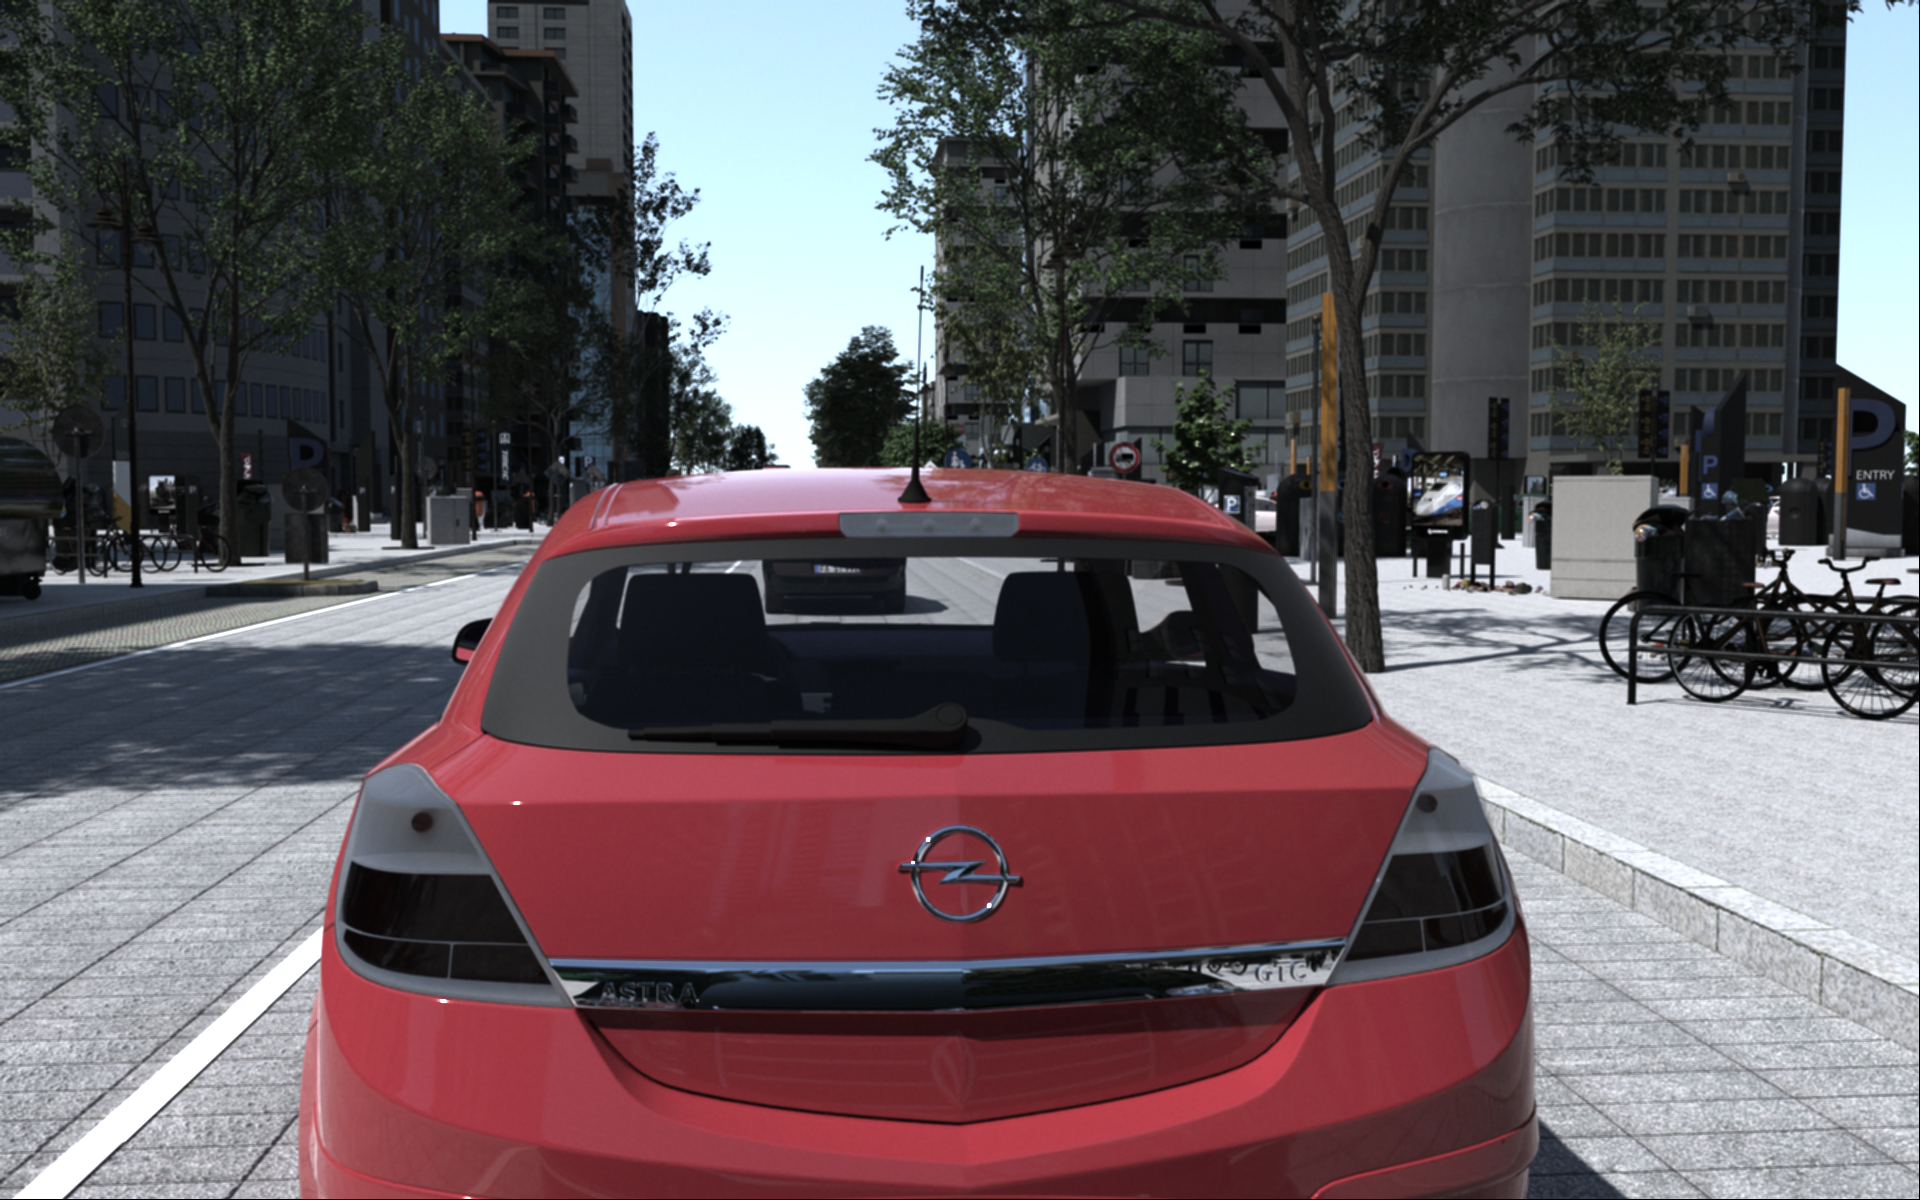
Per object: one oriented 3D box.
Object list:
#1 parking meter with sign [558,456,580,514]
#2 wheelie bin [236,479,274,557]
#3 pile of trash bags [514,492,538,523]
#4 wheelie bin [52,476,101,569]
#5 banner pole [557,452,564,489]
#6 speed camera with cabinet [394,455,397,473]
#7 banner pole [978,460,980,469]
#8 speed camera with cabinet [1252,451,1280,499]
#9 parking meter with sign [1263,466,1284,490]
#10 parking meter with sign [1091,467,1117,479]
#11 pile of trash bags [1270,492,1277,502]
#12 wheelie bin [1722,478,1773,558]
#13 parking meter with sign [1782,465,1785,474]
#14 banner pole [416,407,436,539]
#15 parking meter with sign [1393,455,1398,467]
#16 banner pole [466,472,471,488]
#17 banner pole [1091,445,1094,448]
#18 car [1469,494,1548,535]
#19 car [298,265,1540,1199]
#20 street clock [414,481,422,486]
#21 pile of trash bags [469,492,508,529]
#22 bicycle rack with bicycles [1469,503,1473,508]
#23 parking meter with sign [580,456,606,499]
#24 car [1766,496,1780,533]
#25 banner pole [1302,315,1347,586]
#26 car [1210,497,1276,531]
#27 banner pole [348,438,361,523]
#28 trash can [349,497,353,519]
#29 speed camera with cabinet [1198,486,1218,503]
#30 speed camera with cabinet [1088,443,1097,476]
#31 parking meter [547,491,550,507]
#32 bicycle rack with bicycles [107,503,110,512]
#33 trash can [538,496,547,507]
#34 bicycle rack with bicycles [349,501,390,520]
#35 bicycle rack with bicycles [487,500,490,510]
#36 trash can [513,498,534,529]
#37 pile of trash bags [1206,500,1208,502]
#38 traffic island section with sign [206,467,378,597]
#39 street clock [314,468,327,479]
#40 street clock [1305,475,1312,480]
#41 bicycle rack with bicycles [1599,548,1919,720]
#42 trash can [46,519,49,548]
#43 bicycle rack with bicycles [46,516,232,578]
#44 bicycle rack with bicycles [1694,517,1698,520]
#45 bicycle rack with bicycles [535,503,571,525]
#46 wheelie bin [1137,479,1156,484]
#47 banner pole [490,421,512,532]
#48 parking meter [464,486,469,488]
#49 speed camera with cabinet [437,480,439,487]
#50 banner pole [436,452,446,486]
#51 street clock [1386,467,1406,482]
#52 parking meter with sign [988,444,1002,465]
[{"bbox_3d":[-17.613,-5.119,79.949,1.738,3.016,0.543,-3,5,-44],"label":"parking meter with sign"},{"bbox_3d":[-14.482,-1.682,35.414,0.693,1.594,0.980,2,4,33],"label":"wheelie bin"},{"bbox_3d":[-20.133,-4.228,78.885,1.912,1.369,3.447,-3,4,-36],"label":"pile of trash bags"},{"bbox_3d":[-15.282,-1.349,29.963,0.693,1.594,0.980,-1,4,-11],"label":"wheelie bin"},{"bbox_3d":[-23.797,-6.909,102.972,0.401,3.779,0.863,2,4,28],"label":"banner pole"},{"bbox_3d":[-28.112,-5.750,88.355,2.038,3.252,0.660,2,4,25],"label":"speed camera with cabinet"},{"bbox_3d":[1.622,-8.427,127.790,0.863,3.779,0.401,1,4,20],"label":"banner pole"},{"bbox_3d":[13.288,-5.078,77.360,0.660,3.252,2.038,-2,4,-25],"label":"speed camera with cabinet"},{"bbox_3d":[19.078,-6.774,107.016,1.738,3.016,0.543,1,4,15],"label":"parking meter with sign"},{"bbox_3d":[4.038,-3.195,48.500,1.738,3.016,0.543,0,4,0],"label":"parking meter with sign"},{"bbox_3d":[12.721,-3.846,72.635,1.912,1.369,3.447,-1,4,-14],"label":"pile of trash bags"},{"bbox_3d":[15.876,-1.659,35.025,0.980,1.594,0.693,0,4,-1],"label":"wheelie bin"},{"bbox_3d":[50.738,-6.679,105.458,1.738,3.016,0.543,-1,4,-9],"label":"parking meter with sign"},{"bbox_3d":[-15.377,-3.634,49.440,0.401,3.779,0.863,0,4,-2],"label":"banner pole"},{"bbox_3d":[18.505,-4.937,76.975,1.738,3.016,0.543,0,4,0],"label":"parking meter with sign"},{"bbox_3d":[-21.672,-5.281,76.363,0.401,3.779,0.863,0,4,-1],"label":"banner pole"},{"bbox_3d":[7.022,-6.055,89.013,0.863,3.779,0.401,2,4,28],"label":"banner pole"},{"bbox_3d":[18.400,-2.776,57.193,4.920,1.459,2.131,0,4,-5],"label":"car"},{"bbox_3d":[-0.215,0.296,4.196,2.155,1.783,4.494,0,4,-6],"label":"car"},{"bbox_3d":[-30.284,-5.630,96.617,0.471,2.002,0.358,-3,5,-41],"label":"street clock"},{"bbox_3d":[-17.862,-3.358,64.651,1.912,1.369,3.447,-1,4,-12],"label":"pile of trash bags"},{"bbox_3d":[36.923,-6.931,126.697,2.852,0.926,2.925,-1,4,-17],"label":"bicycle rack with bicycles"},{"bbox_3d":[-16.388,-5.024,78.410,0.543,3.016,1.738,-3,5,-44],"label":"parking meter with sign"},{"bbox_3d":[27.529,-2.810,58.310,4.827,1.381,2.083,0,4,-7],"label":"car"},{"bbox_3d":[5.177,-2.106,24.442,0.863,3.779,0.401,-2,4,-32],"label":"banner pole"},{"bbox_3d":[9.457,-2.617,55.152,4.827,1.381,2.083,0,4,-4],"label":"car"},{"bbox_3d":[-27.162,-5.366,77.746,0.863,3.779,0.401,1,4,21],"label":"banner pole"},{"bbox_3d":[-30.138,-4.533,85.774,0.748,1.137,0.748,0,3,0],"label":"trash can"},{"bbox_3d":[9.510,-4.336,65.233,0.660,3.252,2.038,0,4,-7],"label":"speed camera with cabinet"},{"bbox_3d":[4.879,-4.404,66.347,0.660,3.252,2.038,3,5,44],"label":"speed camera with cabinet"},{"bbox_3d":[-30.454,-7.346,128.520,0.372,1.533,0.369,0,3,0],"label":"parking meter"},{"bbox_3d":[-32.222,-3.234,66.261,2.925,0.926,2.852,-2,4,-29],"label":"bicycle rack with bicycles"},{"bbox_3d":[-30.281,-6.970,125.619,0.748,1.137,0.748,0,3,0],"label":"trash can"},{"bbox_3d":[-29.359,-4.297,83.644,2.925,0.926,2.852,2,4,35],"label":"bicycle rack with bicycles"},{"bbox_3d":[-26.441,-5.075,96.365,2.852,0.926,2.925,-1,4,-22],"label":"bicycle rack with bicycles"},{"bbox_3d":[-15.957,-3.160,63.325,0.748,1.137,0.748,0,3,0],"label":"trash can"},{"bbox_3d":[9.446,-3.222,62.435,1.912,1.369,3.447,0,3,0],"label":"pile of trash bags"},{"bbox_3d":[-9.504,-0.994,24.878,1.989,1.847,2.006,0,4,-5],"label":"traffic island section with sign"},{"bbox_3d":[-18.167,-2.718,49.006,0.471,2.002,0.358,1,4,20],"label":"street clock"},{"bbox_3d":[13.065,-3.687,64.860,0.471,2.002,0.358,-2,4,-34],"label":"street clock"},{"bbox_3d":[5.330,0.162,10.736,2.852,0.926,2.925,-3,5,-43],"label":"bicycle rack with bicycles"},{"bbox_3d":[-20.961,-1.684,39.187,0.748,1.137,0.748,0,3,0],"label":"trash can"},{"bbox_3d":[-13.663,-0.884,27.833,2.925,0.926,2.852,2,4,23],"label":"bicycle rack with bicycles"},{"bbox_3d":[20.064,-2.254,50.238,2.852,0.926,2.925,-1,4,-19],"label":"bicycle rack with bicycles"},{"bbox_3d":[-16.718,-3.698,73.849,2.925,0.926,2.852,-1,4,-18],"label":"bicycle rack with bicycles"},{"bbox_3d":[3.836,-1.682,35.403,0.693,1.594,0.980,3,4,39],"label":"wheelie bin"},{"bbox_3d":[-15.636,-4.221,59.030,0.863,3.779,0.401,1,4,14],"label":"banner pole"},{"bbox_3d":[-32.951,-6.731,115.757,0.255,1.863,0.399,2,4,34],"label":"parking meter"},{"bbox_3d":[-32.253,-6.981,108.469,2.038,3.252,0.660,-1,4,-13],"label":"speed camera with cabinet"},{"bbox_3d":[-30.973,-6.917,103.114,0.401,3.779,0.863,3,5,40],"label":"banner pole"},{"bbox_3d":[11.667,-2.558,46.386,0.471,2.002,0.358,3,5,39],"label":"street clock"},{"bbox_3d":[0.699,-3.861,59.386,0.543,3.016,1.738,3,5,39],"label":"parking meter with sign"}]
